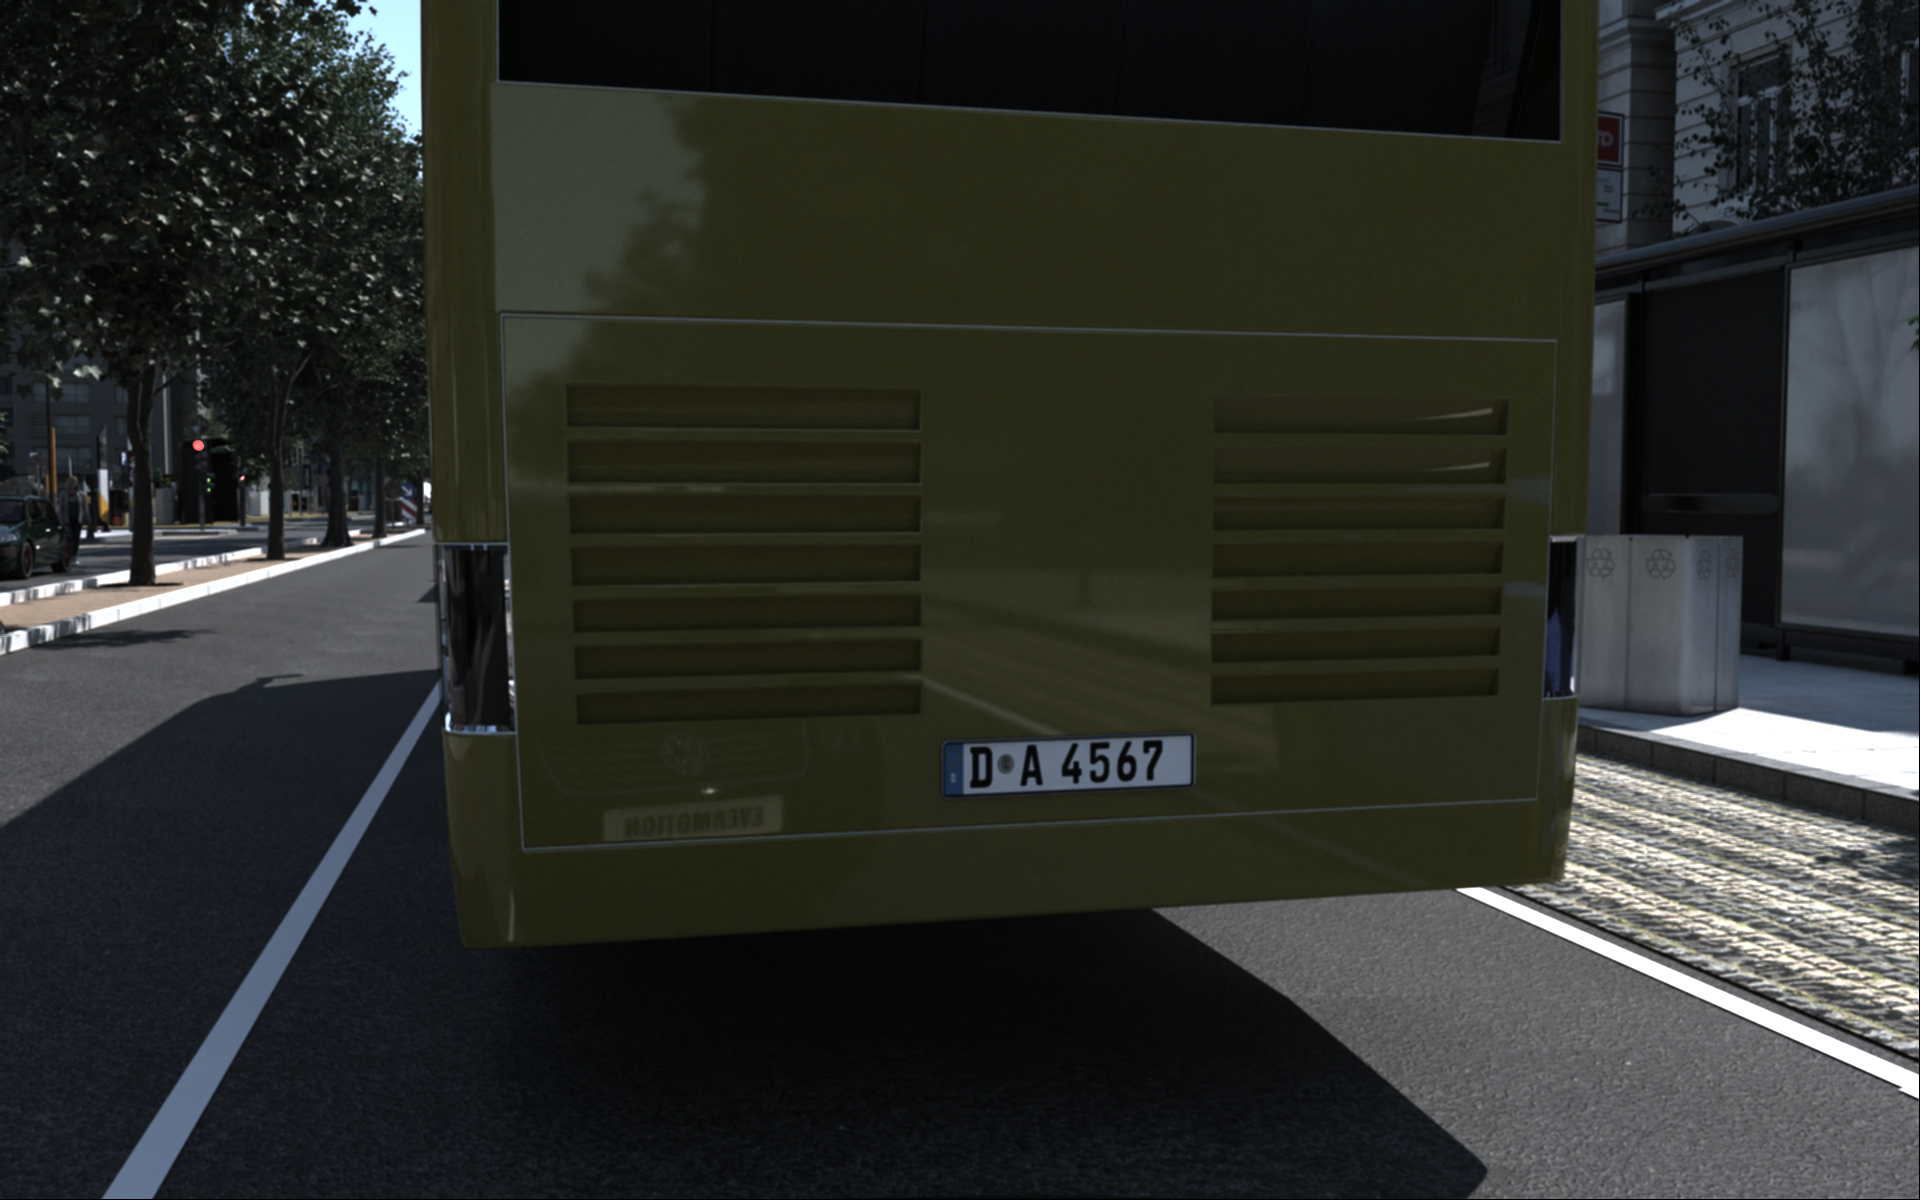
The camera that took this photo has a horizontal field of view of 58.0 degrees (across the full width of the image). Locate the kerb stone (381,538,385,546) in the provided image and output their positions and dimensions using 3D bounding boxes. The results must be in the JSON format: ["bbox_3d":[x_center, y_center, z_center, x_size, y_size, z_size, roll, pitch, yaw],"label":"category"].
[{"bbox_3d":[-16.088,-1.570,47.933,0.120,0.150,1.000,-1,4,-13],"label":"kerb stone"}]

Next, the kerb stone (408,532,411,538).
[{"bbox_3d":[-17.931,-2.061,55.927,0.120,0.150,1.000,-1,4,-13],"label":"kerb stone"}]

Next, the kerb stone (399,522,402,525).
[{"bbox_3d":[-24.702,-3.278,75.922,0.120,0.150,1.000,-1,4,-13],"label":"kerb stone"}]

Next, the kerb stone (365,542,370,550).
[{"bbox_3d":[-15.159,-1.329,43.928,0.120,0.150,1.000,-1,4,-13],"label":"kerb stone"}]

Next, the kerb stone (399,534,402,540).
[{"bbox_3d":[-17.240,-1.880,52.925,0.120,0.150,1.000,-1,4,-13],"label":"kerb stone"}]

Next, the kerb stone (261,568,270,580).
[{"bbox_3d":[-11.713,-0.412,28.941,0.120,0.150,1.000,-1,4,-13],"label":"kerb stone"}]

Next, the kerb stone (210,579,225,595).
[{"bbox_3d":[-10.779,-0.168,24.940,0.120,0.150,1.000,-1,4,-13],"label":"kerb stone"}]

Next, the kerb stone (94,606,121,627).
[{"bbox_3d":[-9.401,0.199,18.947,0.120,0.150,1.000,-1,4,-13],"label":"kerb stone"}]

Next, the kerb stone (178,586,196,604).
[{"bbox_3d":[-10.324,-0.046,22.947,0.120,0.150,1.000,-1,4,-13],"label":"kerb stone"}]

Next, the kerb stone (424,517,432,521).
[{"bbox_3d":[-28.862,-4.387,93.916,0.120,0.150,1.000,-1,4,-13],"label":"kerb stone"}]

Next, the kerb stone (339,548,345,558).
[{"bbox_3d":[-14.007,-1.023,38.926,0.120,0.150,1.000,-1,4,-13],"label":"kerb stone"}]

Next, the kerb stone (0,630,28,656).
[{"bbox_3d":[-8.709,0.382,15.949,0.120,0.150,1.000,-1,4,-13],"label":"kerb stone"}]

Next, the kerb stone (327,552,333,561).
[{"bbox_3d":[-13.551,-0.901,36.919,0.120,0.150,1.000,-1,4,-13],"label":"kerb stone"}]

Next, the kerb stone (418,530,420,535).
[{"bbox_3d":[-18.859,-2.305,59.912,0.120,0.150,1.000,-1,4,-13],"label":"kerb stone"}]

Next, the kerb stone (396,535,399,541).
[{"bbox_3d":[-17.010,-1.813,51.928,0.120,0.150,1.000,-1,4,-13],"label":"kerb stone"}]

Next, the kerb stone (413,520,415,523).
[{"bbox_3d":[-26.320,-3.713,82.903,0.120,0.150,1.000,-1,4,-13],"label":"kerb stone"}]

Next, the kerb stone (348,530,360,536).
[{"bbox_3d":[-21.119,-2.334,60.360,0.120,0.150,1.000,-1,4,-13],"label":"kerb stone"}]

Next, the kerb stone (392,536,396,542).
[{"bbox_3d":[-16.784,-1.757,50.927,0.120,0.150,1.000,-1,4,-13],"label":"kerb stone"}]

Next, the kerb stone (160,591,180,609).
[{"bbox_3d":[-10.092,0.015,21.952,0.120,0.150,1.000,-1,4,-13],"label":"kerb stone"}]

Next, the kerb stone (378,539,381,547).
[{"bbox_3d":[-15.862,-1.513,46.933,0.120,0.150,1.000,-1,4,-13],"label":"kerb stone"}]

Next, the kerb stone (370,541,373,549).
[{"bbox_3d":[-15.402,-1.391,44.936,0.120,0.150,1.000,-1,4,-13],"label":"kerb stone"}]

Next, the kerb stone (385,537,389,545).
[{"bbox_3d":[-16.315,-1.635,48.929,0.120,0.150,1.000,-1,4,-13],"label":"kerb stone"}]

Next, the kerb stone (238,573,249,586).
[{"bbox_3d":[-11.246,-0.286,26.942,0.120,0.150,1.000,-1,4,-13],"label":"kerb stone"}]

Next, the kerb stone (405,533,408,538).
[{"bbox_3d":[-17.703,-2.002,54.931,0.120,0.150,1.000,-1,4,-13],"label":"kerb stone"}]

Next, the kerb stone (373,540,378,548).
[{"bbox_3d":[-15.630,-1.448,45.935,0.120,0.150,1.000,-1,4,-13],"label":"kerb stone"}]

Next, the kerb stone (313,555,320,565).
[{"bbox_3d":[-13.090,-0.779,34.928,0.120,0.150,1.000,-1,4,-13],"label":"kerb stone"}]

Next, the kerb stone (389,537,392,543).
[{"bbox_3d":[-16.550,-1.696,49.932,0.120,0.150,1.000,-1,4,-13],"label":"kerb stone"}]

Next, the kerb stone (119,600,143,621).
[{"bbox_3d":[-9.626,0.138,19.944,0.120,0.150,1.000,-1,4,-13],"label":"kerb stone"}]

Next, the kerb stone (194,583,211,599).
[{"bbox_3d":[-10.556,-0.107,23.942,0.120,0.150,1.000,-1,4,-13],"label":"kerb stone"}]

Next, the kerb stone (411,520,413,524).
[{"bbox_3d":[-26.089,-3.652,81.906,0.120,0.150,1.000,-1,4,-13],"label":"kerb stone"}]

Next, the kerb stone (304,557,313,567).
[{"bbox_3d":[-12.858,-0.718,33.928,0.120,0.150,1.000,-1,4,-13],"label":"kerb stone"}]

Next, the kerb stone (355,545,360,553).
[{"bbox_3d":[-14.709,-1.205,41.923,0.120,0.150,1.000,-1,4,-13],"label":"kerb stone"}]

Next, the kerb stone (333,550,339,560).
[{"bbox_3d":[-13.776,-0.959,37.918,0.120,0.150,1.000,-1,4,-13],"label":"kerb stone"}]

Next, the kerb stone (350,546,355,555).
[{"bbox_3d":[-14.472,-1.145,40.922,0.120,0.150,1.000,-1,4,-13],"label":"kerb stone"}]

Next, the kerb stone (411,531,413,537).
[{"bbox_3d":[-18.164,-2.124,56.923,0.120,0.150,1.000,-1,4,-13],"label":"kerb stone"}]

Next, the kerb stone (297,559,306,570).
[{"bbox_3d":[-12.627,-0.656,32.929,0.120,0.150,1.000,-1,4,-13],"label":"kerb stone"}]

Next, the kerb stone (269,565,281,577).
[{"bbox_3d":[-11.932,-0.474,29.940,0.120,0.150,1.000,-1,4,-13],"label":"kerb stone"}]

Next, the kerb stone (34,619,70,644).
[{"bbox_3d":[-8.945,0.321,16.950,0.120,0.150,1.000,-1,4,-13],"label":"kerb stone"}]

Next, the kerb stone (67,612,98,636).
[{"bbox_3d":[-9.164,0.259,17.953,0.120,0.150,1.000,-1,4,-13],"label":"kerb stone"}]

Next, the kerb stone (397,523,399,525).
[{"bbox_3d":[-24.471,-3.225,74.926,0.120,0.150,1.000,-1,4,-13],"label":"kerb stone"}]

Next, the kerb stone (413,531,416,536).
[{"bbox_3d":[-18.393,-2.185,57.920,0.120,0.150,1.000,-1,4,-13],"label":"kerb stone"}]

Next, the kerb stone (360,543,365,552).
[{"bbox_3d":[-14.932,-1.268,42.928,0.120,0.150,1.000,-1,4,-13],"label":"kerb stone"}]

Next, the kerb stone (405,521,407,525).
[{"bbox_3d":[-25.403,-3.469,78.910,0.120,0.150,1.000,-1,4,-13],"label":"kerb stone"}]

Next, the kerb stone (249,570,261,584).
[{"bbox_3d":[-11.473,-0.351,27.942,0.120,0.150,1.000,-1,4,-13],"label":"kerb stone"}]

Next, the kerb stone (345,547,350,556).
[{"bbox_3d":[-14.244,-1.084,39.921,0.120,0.150,1.000,-1,4,-13],"label":"kerb stone"}]

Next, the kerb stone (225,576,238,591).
[{"bbox_3d":[-11.010,-0.228,25.936,0.120,0.150,1.000,-1,4,-13],"label":"kerb stone"}]

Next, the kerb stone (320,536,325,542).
[{"bbox_3d":[-19.040,-1.784,51.377,0.120,0.150,1.000,-1,4,-13],"label":"kerb stone"}]

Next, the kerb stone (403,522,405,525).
[{"bbox_3d":[-25.167,-3.408,77.913,0.120,0.150,1.000,-1,4,-13],"label":"kerb stone"}]

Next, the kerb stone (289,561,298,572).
[{"bbox_3d":[-12.400,-0.596,31.932,0.120,0.150,1.000,-1,4,-13],"label":"kerb stone"}]

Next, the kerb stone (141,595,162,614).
[{"bbox_3d":[-9.857,0.077,20.941,0.120,0.150,1.000,-1,4,-13],"label":"kerb stone"}]

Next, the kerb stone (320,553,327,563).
[{"bbox_3d":[-13.316,-0.840,35.925,0.120,0.150,1.000,-1,4,-13],"label":"kerb stone"}]

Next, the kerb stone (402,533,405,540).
[{"bbox_3d":[-17.477,-1.936,53.932,0.120,0.150,1.000,-1,4,-13],"label":"kerb stone"}]

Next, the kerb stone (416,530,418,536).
[{"bbox_3d":[-18.628,-2.242,58.915,0.120,0.150,1.000,-1,4,-13],"label":"kerb stone"}]

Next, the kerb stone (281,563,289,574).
[{"bbox_3d":[-12.170,-0.535,30.936,0.120,0.150,1.000,-1,4,-13],"label":"kerb stone"}]

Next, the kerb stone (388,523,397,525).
[{"bbox_3d":[-24.246,-3.164,73.921,0.120,0.150,1.000,-1,4,-13],"label":"kerb stone"}]
